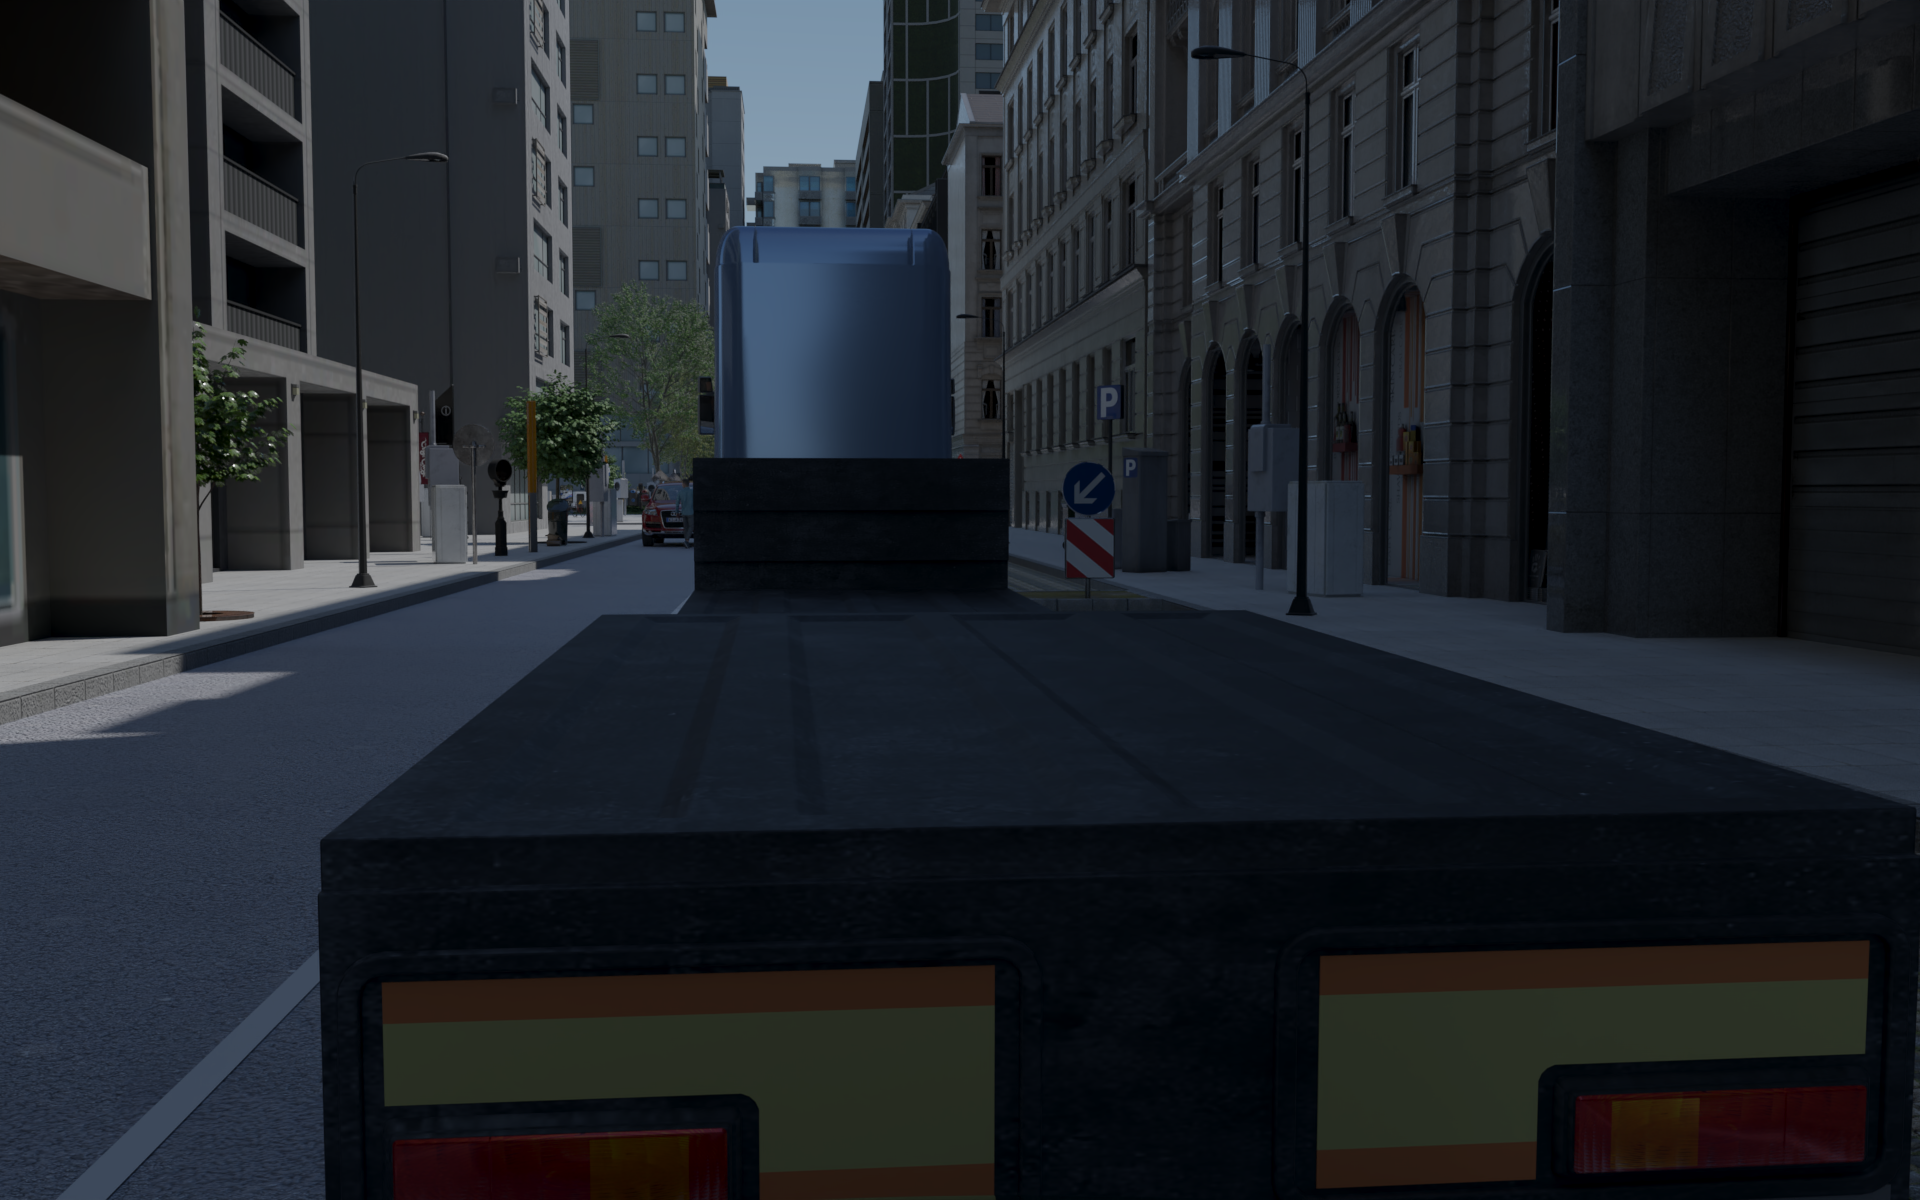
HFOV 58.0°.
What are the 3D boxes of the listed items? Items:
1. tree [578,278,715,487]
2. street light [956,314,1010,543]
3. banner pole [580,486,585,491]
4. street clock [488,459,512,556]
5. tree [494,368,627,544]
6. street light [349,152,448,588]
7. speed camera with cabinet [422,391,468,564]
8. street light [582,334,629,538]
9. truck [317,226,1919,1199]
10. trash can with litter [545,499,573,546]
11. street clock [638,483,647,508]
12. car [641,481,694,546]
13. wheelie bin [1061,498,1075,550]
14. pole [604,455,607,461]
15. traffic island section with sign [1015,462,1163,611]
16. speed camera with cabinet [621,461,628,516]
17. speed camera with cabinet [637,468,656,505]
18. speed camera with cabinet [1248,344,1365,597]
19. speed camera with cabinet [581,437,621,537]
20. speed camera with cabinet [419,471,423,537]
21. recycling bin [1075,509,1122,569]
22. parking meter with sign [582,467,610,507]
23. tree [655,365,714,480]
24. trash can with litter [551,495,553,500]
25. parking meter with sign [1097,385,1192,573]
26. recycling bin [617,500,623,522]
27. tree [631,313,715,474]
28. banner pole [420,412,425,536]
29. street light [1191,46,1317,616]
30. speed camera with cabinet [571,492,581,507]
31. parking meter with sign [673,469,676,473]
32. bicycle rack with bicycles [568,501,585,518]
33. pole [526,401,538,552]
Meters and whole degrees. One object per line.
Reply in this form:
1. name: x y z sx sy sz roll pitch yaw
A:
1. tree: -14.971 -9.731 84.851 9.928 11.665 9.643 0 3 0
2. street light: 0.596 -4.422 44.840 1.470 5.913 1.316 0 4 -5
3. banner pole: -30.463 -9.179 140.090 0.401 3.779 0.863 2 4 28
4. street clock: -9.505 -1.912 35.831 0.358 2.002 0.471 2 4 33
5. tree: -10.460 -3.774 45.414 4.285 4.588 4.351 0 3 0
6. street light: -7.662 -3.127 23.668 1.470 5.913 1.316 0 4 -5
7. speed camera with cabinet: -9.675 -2.342 32.622 0.660 3.252 2.038 -1 4 -21
8. street light: -10.287 -4.757 50.322 1.470 5.913 1.316 0 4 -5
9. truck: -0.674 -1.347 11.787 2.967 4.110 18.799 0 4 -6
10. trash can with litter: -9.927 -1.924 42.838 0.624 1.170 1.055 0 4 -6
11. street clock: -21.208 -6.756 115.038 0.358 2.002 0.471 0 4 1
12. car: -7.821 -2.474 49.116 2.281 1.827 5.304 0 4 -5
13. wheelie bin: 2.671 -1.915 39.217 0.693 1.594 0.980 -1 4 -9
14. pole: -18.707 -5.967 91.407 0.158 3.312 0.155 0 3 0
15. traffic island section with sign: 1.399 -0.812 21.912 1.989 1.847 2.006 0 4 -5
16. speed camera with cabinet: -20.450 -6.612 102.436 2.038 3.252 0.660 3 5 45
17. speed camera with cabinet: -24.176 -8.439 132.315 2.038 3.252 0.660 0 4 5
18. speed camera with cabinet: 4.456 -1.716 22.386 0.660 3.252 2.038 -1 4 -19
19. speed camera with cabinet: -10.850 -3.548 52.353 0.660 3.252 2.038 0 4 -1
20. speed camera with cabinet: -15.665 -3.453 50.797 0.660 3.252 2.038 2 4 28
21. recycling bin: 2.439 -1.057 29.843 0.722 1.027 0.722 2 4 28
22. parking meter with sign: -23.718 -7.127 112.782 1.738 3.016 0.543 0 4 3
23. tree: -15.588 -9.104 99.215 4.737 8.622 4.395 0 3 0
24. trash can with litter: -30.662 -7.212 128.972 2.233 1.210 1.678 -1 4 -23
25. parking meter with sign: 3.056 -1.963 28.348 1.738 3.016 0.543 -3 4 -39
26. recycling bin: -15.815 -4.063 78.977 0.722 1.027 0.722 -2 4 -31
27. tree: -16.713 -11.657 108.723 7.486 12.596 7.792 0 3 0
28. banner pole: -16.534 -3.829 52.622 0.863 3.779 0.401 -2 4 -35
29. street light: 3.087 -2.791 18.173 1.470 5.913 1.316 0 4 -5
30. speed camera with cabinet: -27.493 -8.120 127.091 2.038 3.252 0.660 -3 5 -41
31. parking meter with sign: -19.099 -7.625 120.925 1.738 3.016 0.543 0 4 -1
32. bicycle rack with bicycles: -22.157 -5.003 95.176 2.852 0.926 2.925 -2 4 -32
33. pole: -9.400 -2.703 38.040 0.158 3.312 0.155 0 3 0
